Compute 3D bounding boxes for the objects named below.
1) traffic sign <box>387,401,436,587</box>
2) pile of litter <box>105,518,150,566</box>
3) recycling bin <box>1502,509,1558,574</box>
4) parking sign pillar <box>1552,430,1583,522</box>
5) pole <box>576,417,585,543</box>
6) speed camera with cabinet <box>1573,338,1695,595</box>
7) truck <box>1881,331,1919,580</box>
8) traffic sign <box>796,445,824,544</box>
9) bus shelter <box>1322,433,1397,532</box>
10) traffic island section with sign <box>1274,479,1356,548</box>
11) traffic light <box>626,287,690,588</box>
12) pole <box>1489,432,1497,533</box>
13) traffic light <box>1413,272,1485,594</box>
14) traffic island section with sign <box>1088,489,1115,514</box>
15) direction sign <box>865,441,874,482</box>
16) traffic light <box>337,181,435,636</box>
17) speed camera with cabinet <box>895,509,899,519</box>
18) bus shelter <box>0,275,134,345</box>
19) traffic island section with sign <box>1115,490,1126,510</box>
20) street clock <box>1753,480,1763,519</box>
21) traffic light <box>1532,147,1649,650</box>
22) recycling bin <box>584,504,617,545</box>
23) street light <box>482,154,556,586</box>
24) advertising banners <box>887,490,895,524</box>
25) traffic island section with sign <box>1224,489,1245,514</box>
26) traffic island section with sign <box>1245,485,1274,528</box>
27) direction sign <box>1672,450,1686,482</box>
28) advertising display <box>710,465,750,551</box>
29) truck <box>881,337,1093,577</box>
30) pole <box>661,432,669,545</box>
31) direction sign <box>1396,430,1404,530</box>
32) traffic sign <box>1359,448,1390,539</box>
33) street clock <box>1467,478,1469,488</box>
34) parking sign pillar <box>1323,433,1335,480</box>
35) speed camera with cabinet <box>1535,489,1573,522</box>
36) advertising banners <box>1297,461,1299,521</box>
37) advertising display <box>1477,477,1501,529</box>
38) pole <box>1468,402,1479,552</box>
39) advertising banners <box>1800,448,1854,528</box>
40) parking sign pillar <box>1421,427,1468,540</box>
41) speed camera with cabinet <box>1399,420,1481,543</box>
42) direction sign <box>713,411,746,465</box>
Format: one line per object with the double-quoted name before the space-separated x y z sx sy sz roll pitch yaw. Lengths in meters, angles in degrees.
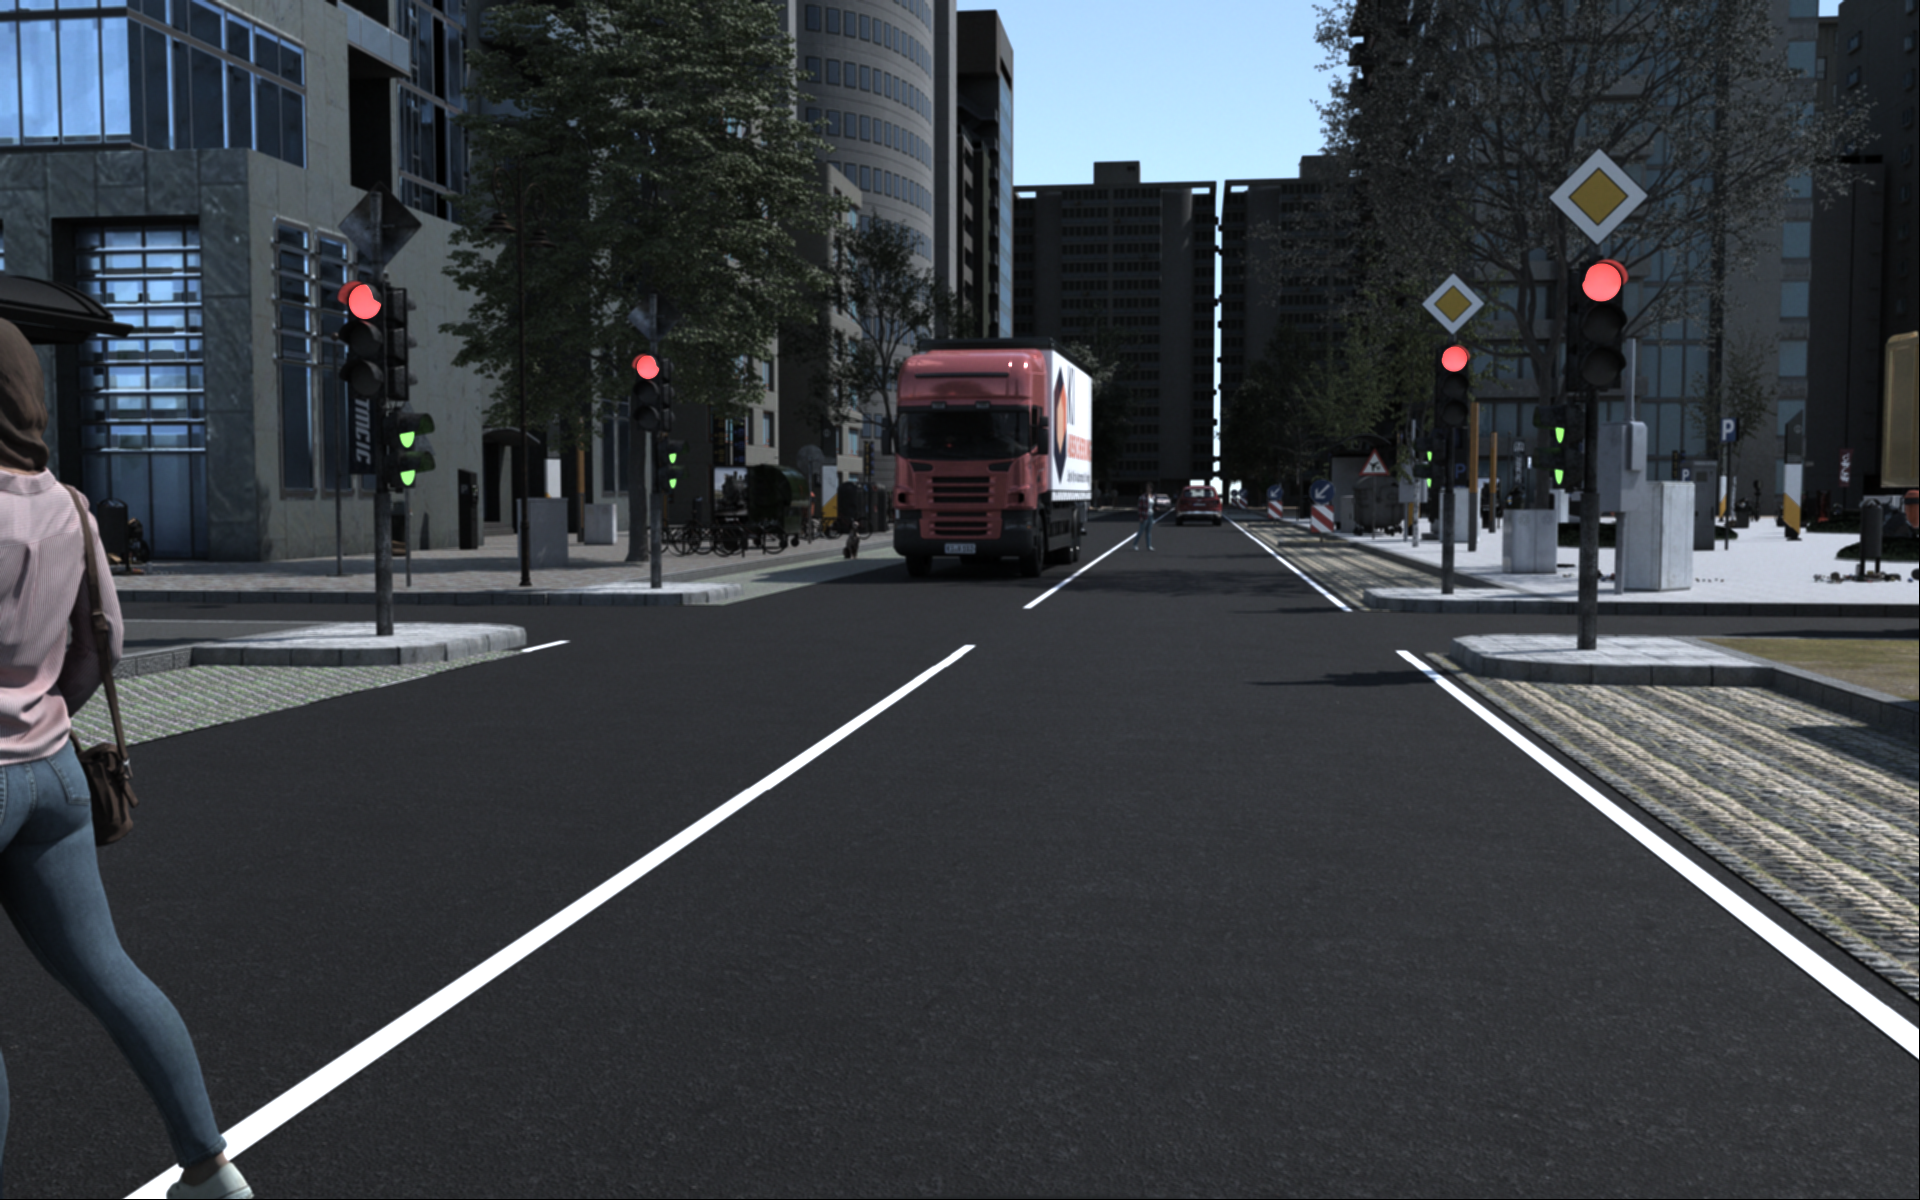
"traffic sign" -7.623 -1.460 23.876 0.884 2.594 0.081 1 4 17
"pile of litter" -15.436 -1.082 31.658 1.176 0.858 1.719 0 4 0
"recycling bin" 9.260 -0.954 28.151 0.722 1.027 0.722 0 4 4
"parking sign pillar" 22.146 -4.538 62.673 1.447 3.967 1.447 2 4 26
"pole" -10.000 -3.168 45.647 0.158 3.312 0.155 0 3 0
"speed camera with cabinet" 8.915 -1.736 22.719 2.038 3.252 0.660 -3 5 -42
"truck" 14.461 -1.262 16.551 9.791 3.379 3.469 1 4 10
"traffic sign" -3.878 -2.722 44.613 0.768 2.556 0.104 1 4 17
"bus shelter" 13.864 -4.063 60.359 2.014 3.302 5.546 0 4 8
"traffic island section with sign" 9.643 -2.341 46.911 1.989 1.847 2.006 0 4 8
"traffic light" -4.128 -2.116 23.512 0.839 4.253 0.868 0 4 8
"pole" 17.614 -3.877 57.231 0.158 3.312 0.155 0 3 0
"traffic light" 6.241 -2.031 22.123 0.839 4.253 0.868 0 4 8
"traffic island section with sign" 9.922 -7.105 124.795 1.989 1.847 2.006 0 4 8
"direction sign" -3.873 -5.022 74.103 0.379 3.537 0.876 1 4 22
"traffic light" -5.203 -1.632 15.599 0.839 4.253 0.868 0 4 8
"speed camera with cabinet" -2.065 -4.222 63.360 0.660 3.252 2.038 0 4 -1
"bus shelter" -9.142 -1.214 13.765 2.014 3.302 5.546 0 4 8
"traffic island section with sign" 13.571 -8.749 151.678 1.989 1.847 2.006 0 4 8
"street clock" 40.229 -5.063 87.353 0.471 2.002 0.358 -3 4 -37
"traffic light" 5.165 -1.547 14.211 0.839 4.253 0.868 0 4 8
"recycling bin" -9.111 -1.916 43.878 0.722 1.027 0.722 0 4 -2
"street light" -6.070 -3.134 24.021 0.468 5.910 1.993 0 4 8
"advertising banners" -2.901 -4.853 75.530 0.090 3.025 2.074 1 4 11
"traffic island section with sign" 20.096 -7.043 123.788 1.989 1.847 2.006 0 4 8
"traffic island section with sign" 13.368 -4.015 74.273 1.989 1.847 2.006 0 4 8
"direction sign" 37.296 -5.991 89.947 0.876 3.537 0.379 -2 4 -23
"advertising display" -5.170 -2.064 38.961 0.974 1.923 0.123 -3 5 -41
"truck" 0.824 -2.723 33.437 2.839 4.237 11.283 1 4 9
"pole" -7.511 -3.069 44.016 0.158 3.312 0.155 0 3 0
"direction sign" 15.605 -4.256 61.579 0.379 3.537 0.876 2 4 27
"traffic sign" 11.787 -3.015 49.304 0.884 2.594 0.081 1 4 10
"street clock" 23.067 -4.541 78.819 0.358 2.002 0.471 2 4 28
"parking sign pillar" 15.897 -5.271 74.658 1.447 3.967 1.447 1 4 10
"speed camera with cabinet" 20.417 -3.916 58.359 0.660 3.252 2.038 -3 4 -39
"advertising banners" 16.205 -5.317 83.117 0.090 3.025 2.074 1 4 11
"advertising display" 19.728 -3.641 64.743 0.974 1.923 0.123 3 4 38
"pole" 11.464 -2.741 38.661 0.158 3.312 0.155 0 3 0
"advertising banners" 32.931 -4.276 66.092 2.074 3.025 0.090 1 4 20
"parking sign pillar" 13.641 -3.660 48.312 1.447 3.967 1.447 -1 4 -12
"speed camera with cabinet" 12.742 -3.159 45.993 2.038 3.252 0.660 2 4 24
"direction sign" -6.265 -3.367 47.045 0.876 3.537 0.379 0 4 -3
